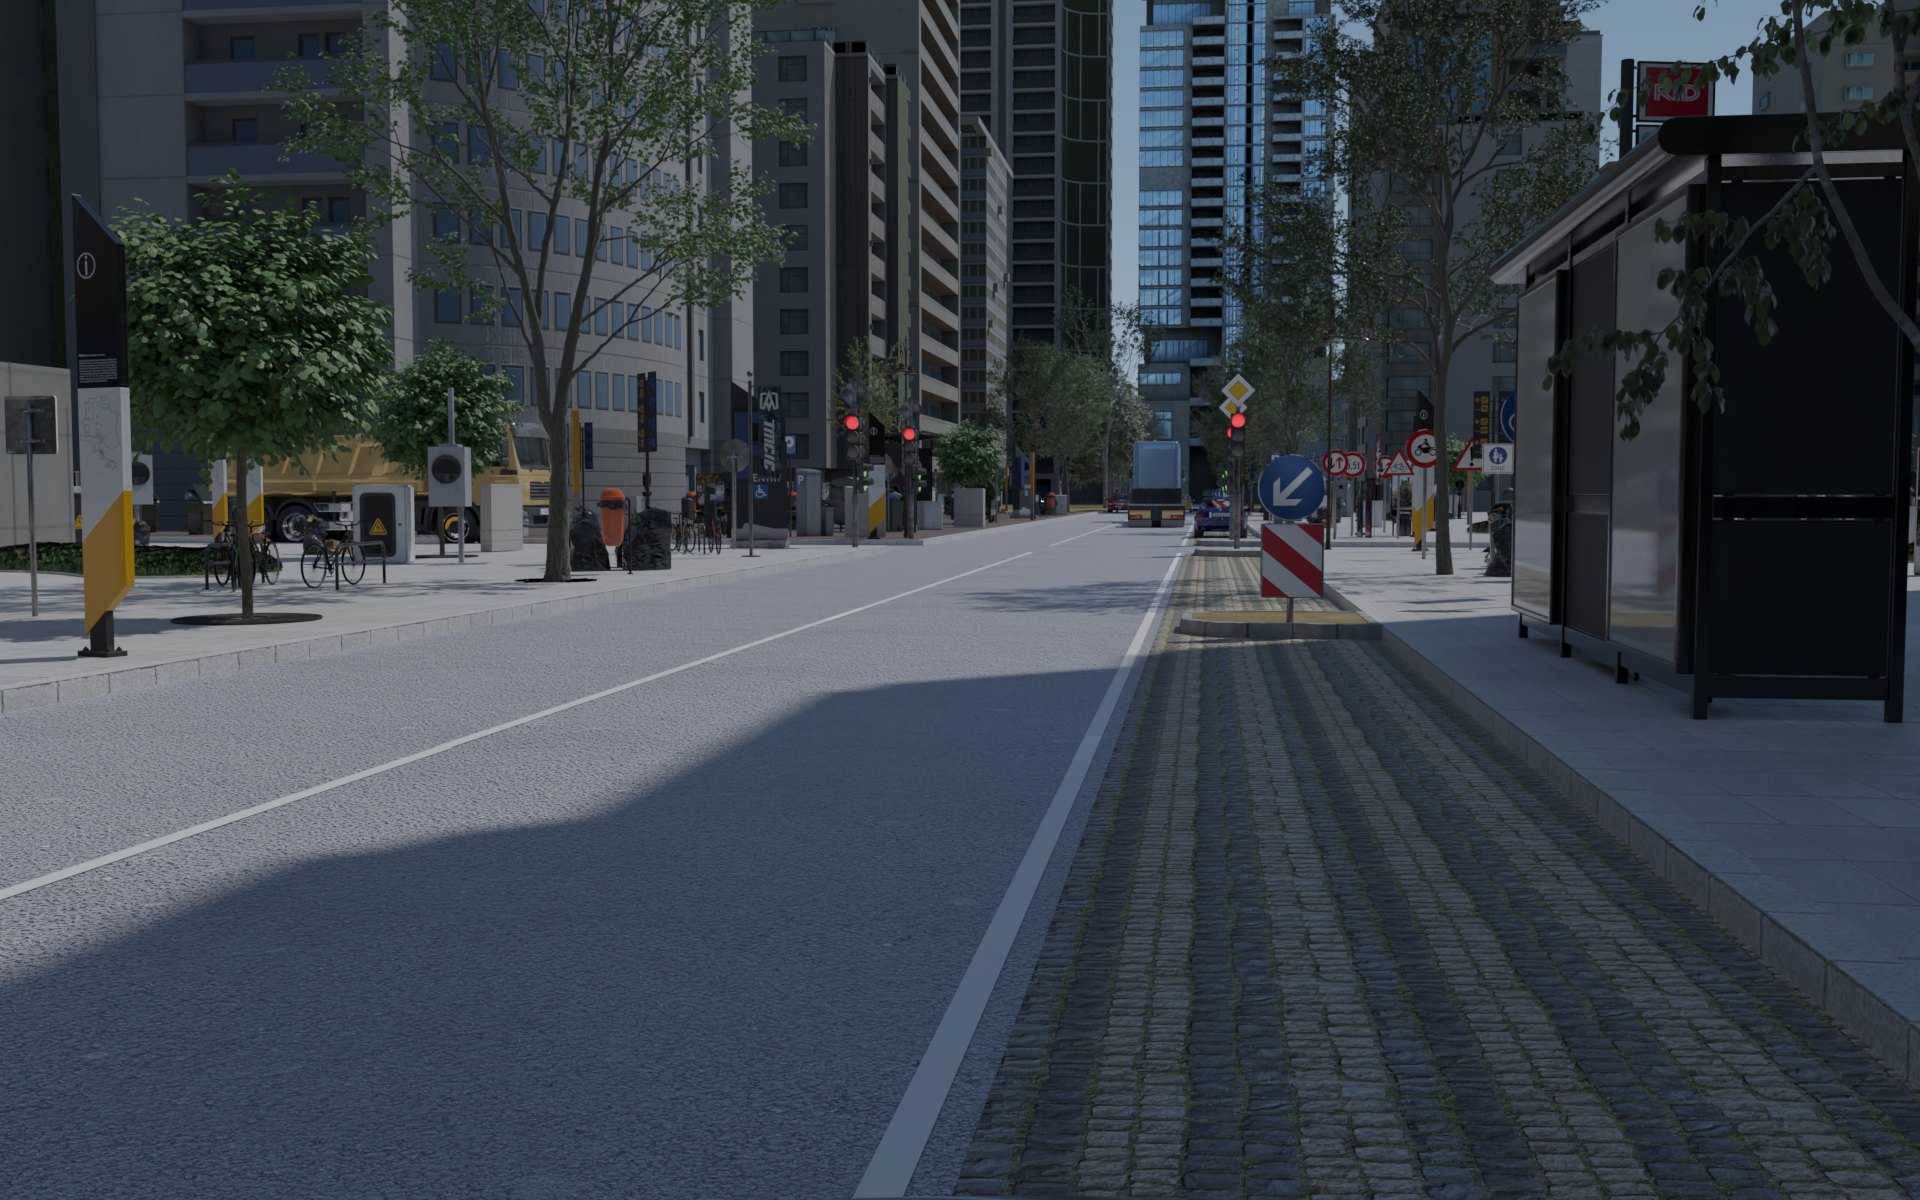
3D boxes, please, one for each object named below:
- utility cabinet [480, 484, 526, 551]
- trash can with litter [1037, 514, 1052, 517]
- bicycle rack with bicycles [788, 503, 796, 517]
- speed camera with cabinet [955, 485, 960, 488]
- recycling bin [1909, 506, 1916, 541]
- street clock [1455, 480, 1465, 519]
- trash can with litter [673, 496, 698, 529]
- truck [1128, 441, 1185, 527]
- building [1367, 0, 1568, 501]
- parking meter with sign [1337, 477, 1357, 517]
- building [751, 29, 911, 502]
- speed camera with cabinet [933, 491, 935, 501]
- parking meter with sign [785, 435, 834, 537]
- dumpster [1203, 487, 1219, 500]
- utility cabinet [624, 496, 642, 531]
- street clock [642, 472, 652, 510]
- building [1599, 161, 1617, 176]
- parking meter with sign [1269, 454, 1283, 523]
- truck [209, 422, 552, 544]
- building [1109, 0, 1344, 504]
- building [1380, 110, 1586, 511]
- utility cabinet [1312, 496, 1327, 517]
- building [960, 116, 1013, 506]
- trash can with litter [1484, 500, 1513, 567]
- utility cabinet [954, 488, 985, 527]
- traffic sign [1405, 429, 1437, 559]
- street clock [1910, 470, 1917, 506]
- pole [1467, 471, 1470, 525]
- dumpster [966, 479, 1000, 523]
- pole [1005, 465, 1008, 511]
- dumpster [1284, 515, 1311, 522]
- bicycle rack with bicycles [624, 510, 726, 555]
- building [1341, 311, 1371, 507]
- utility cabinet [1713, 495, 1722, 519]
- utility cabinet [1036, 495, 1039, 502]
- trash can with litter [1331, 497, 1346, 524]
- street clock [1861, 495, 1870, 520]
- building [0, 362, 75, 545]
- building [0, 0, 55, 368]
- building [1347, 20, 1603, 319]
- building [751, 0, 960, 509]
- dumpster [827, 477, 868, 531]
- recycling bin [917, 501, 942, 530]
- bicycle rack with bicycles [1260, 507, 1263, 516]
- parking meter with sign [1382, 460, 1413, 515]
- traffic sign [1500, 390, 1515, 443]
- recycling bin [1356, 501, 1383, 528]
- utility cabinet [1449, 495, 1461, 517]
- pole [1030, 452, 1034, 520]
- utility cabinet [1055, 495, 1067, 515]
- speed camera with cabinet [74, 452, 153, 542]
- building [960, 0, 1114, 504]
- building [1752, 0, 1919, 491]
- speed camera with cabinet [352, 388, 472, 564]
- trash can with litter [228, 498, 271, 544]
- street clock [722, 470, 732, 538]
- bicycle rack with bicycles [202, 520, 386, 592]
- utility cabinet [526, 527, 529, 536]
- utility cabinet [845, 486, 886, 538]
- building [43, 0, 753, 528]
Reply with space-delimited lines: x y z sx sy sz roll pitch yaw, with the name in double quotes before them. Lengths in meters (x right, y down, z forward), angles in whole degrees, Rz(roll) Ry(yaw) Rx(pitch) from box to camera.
"utility cabinet" -10.240 -1.834 38.657 0.318 1.500 1.173 1 4 21
"trash can with litter" 4.285 -5.289 97.532 2.233 1.210 1.678 -2 4 -24
"bicycle rack with bicycles" -7.117 -3.320 67.662 2.925 0.926 2.852 0 4 -8
"speed camera with cabinet" 0.659 -7.691 120.080 2.038 3.252 0.660 1 4 21
"recycling bin" 19.977 -1.418 35.745 0.722 1.027 0.722 -2 4 -30
"street clock" 25.567 -5.142 88.636 0.471 2.002 0.358 1 4 10
"trash can with litter" -10.533 -3.269 64.512 2.233 1.210 1.678 -3 5 -41
"truck" 9.378 -5.678 82.601 2.967 4.110 18.799 0 4 6
"building" 42.830 -30.465 148.219 14.600 45.320 14.200 0 4 8
"parking meter with sign" 21.250 -6.085 95.752 0.543 3.016 1.738 -3 5 -39
"building" -11.279 -20.821 112.118 14.160 30.474 14.107 0 4 8
"speed camera with cabinet" -1.877 -5.468 83.745 0.660 3.252 2.038 2 4 24
"parking meter with sign" -4.550 -3.426 52.280 0.543 3.016 1.738 3 4 38
"dumpster" 28.700 -11.789 197.698 1.985 2.255 1.502 1 4 9
"utility cabinet" -11.667 -3.040 60.869 1.020 1.237 0.306 2 4 30
"street clock" -10.336 -3.218 57.188 0.358 2.002 0.471 0 4 -3
"building" 93.255 -34.495 218.620 28.867 44.769 22.147 0 4 8
"parking meter with sign" 13.716 -4.809 74.893 0.543 3.016 1.738 0 4 5
"truck" -15.141 -3.114 46.835 9.791 3.379 3.469 1 4 8
"building" 35.196 -55.799 224.982 31.000 86.520 22.319 0 4 8
"building" 39.860 -22.204 134.741 14.160 30.474 14.107 0 4 8
"utility cabinet" 16.785 -4.255 80.733 0.306 1.237 1.020 3 5 42
"building" -7.501 -29.602 175.876 23.993 40.220 32.217 0 4 8
"trash can with litter" 9.386 -1.153 30.234 0.624 1.170 1.055 0 4 1
"utility cabinet" 0.369 -3.554 66.787 1.173 1.500 0.318 1 4 16
"traffic sign" 9.144 -2.077 34.066 0.768 2.556 0.104 1 4 16
"street clock" 29.135 -2.949 52.794 0.358 2.002 0.471 0 4 4
"pole" 21.277 -4.796 72.260 0.158 3.312 0.155 0 3 0
"dumpster" 0.950 -4.576 77.312 1.502 2.255 1.985 1 4 8
"pole" 3.235 -7.748 120.524 0.158 3.312 0.155 0 3 0
"dumpster" 15.240 -4.413 77.917 1.264 1.857 1.865 1 4 8
"bicycle rack with bicycles" -6.380 -1.483 37.632 2.852 0.926 2.925 -1 4 -11
"building" 52.532 -19.832 169.292 27.650 21.520 28.899 0 4 8
"utility cabinet" 38.668 -4.729 88.473 1.020 1.237 0.306 3 4 36
"utility cabinet" 4.663 -6.200 112.535 0.306 1.237 1.020 3 5 42
"trash can with litter" 16.387 -3.934 75.710 0.624 1.170 1.055 2 4 33
"street clock" 29.197 -3.137 55.864 0.358 2.002 0.471 0 4 0
"building" -29.082 -35.787 23.366 20.611 71.187 20.563 0 4 8
"building" -44.153 -18.318 71.205 14.107 30.474 14.160 0 4 8
"building" 64.415 -41.531 221.031 28.212 58.520 21.231 0 4 8
"building" -12.016 -31.411 137.264 21.300 48.544 21.600 0 4 8
"dumpster" -3.773 -3.254 58.965 1.264 1.857 1.865 0 4 8
"recycling bin" -1.086 -3.030 62.103 0.722 1.027 0.722 -2 4 -23
"bicycle rack with bicycles" 18.518 -5.159 97.729 2.925 0.926 2.852 1 4 15
"parking meter with sign" 22.214 -5.625 88.222 1.738 3.016 0.543 -2 4 -29
"traffic sign" 6.566 -1.205 19.807 0.768 2.556 0.104 1 4 17
"recycling bin" 15.774 -3.312 66.713 0.722 1.027 0.722 -2 4 -32
"utility cabinet" 27.852 -5.279 97.479 0.306 1.237 1.020 0 4 -8
"pole" 3.517 -5.532 84.292 0.158 3.312 0.155 0 3 0
"utility cabinet" 5.976 -5.739 104.997 1.020 1.237 0.306 0 4 -3
"speed camera with cabinet" -18.763 -2.658 37.802 0.660 3.252 2.038 3 5 41
"building" 9.286 -48.326 228.380 20.611 71.187 20.563 0 4 8
"building" 90.244 -33.223 166.895 21.600 48.544 21.300 0 4 8
"speed camera with cabinet" -10.135 -2.306 32.031 2.038 3.252 0.660 0 4 -4
"trash can with litter" -18.320 -2.035 44.665 1.055 1.170 0.624 0 4 1
"street clock" -6.693 -2.813 50.558 0.471 2.002 0.358 -3 5 -41
"bicycle rack with bicycles" -9.323 -0.642 23.883 2.852 0.926 2.925 0 4 3
"utility cabinet" -13.525 -2.644 51.906 1.173 1.500 0.318 1 4 18
"utility cabinet" -2.749 -2.555 50.453 1.173 1.500 0.318 -2 4 -24
"building" -23.101 -32.679 76.308 21.231 58.520 28.212 0 4 8
